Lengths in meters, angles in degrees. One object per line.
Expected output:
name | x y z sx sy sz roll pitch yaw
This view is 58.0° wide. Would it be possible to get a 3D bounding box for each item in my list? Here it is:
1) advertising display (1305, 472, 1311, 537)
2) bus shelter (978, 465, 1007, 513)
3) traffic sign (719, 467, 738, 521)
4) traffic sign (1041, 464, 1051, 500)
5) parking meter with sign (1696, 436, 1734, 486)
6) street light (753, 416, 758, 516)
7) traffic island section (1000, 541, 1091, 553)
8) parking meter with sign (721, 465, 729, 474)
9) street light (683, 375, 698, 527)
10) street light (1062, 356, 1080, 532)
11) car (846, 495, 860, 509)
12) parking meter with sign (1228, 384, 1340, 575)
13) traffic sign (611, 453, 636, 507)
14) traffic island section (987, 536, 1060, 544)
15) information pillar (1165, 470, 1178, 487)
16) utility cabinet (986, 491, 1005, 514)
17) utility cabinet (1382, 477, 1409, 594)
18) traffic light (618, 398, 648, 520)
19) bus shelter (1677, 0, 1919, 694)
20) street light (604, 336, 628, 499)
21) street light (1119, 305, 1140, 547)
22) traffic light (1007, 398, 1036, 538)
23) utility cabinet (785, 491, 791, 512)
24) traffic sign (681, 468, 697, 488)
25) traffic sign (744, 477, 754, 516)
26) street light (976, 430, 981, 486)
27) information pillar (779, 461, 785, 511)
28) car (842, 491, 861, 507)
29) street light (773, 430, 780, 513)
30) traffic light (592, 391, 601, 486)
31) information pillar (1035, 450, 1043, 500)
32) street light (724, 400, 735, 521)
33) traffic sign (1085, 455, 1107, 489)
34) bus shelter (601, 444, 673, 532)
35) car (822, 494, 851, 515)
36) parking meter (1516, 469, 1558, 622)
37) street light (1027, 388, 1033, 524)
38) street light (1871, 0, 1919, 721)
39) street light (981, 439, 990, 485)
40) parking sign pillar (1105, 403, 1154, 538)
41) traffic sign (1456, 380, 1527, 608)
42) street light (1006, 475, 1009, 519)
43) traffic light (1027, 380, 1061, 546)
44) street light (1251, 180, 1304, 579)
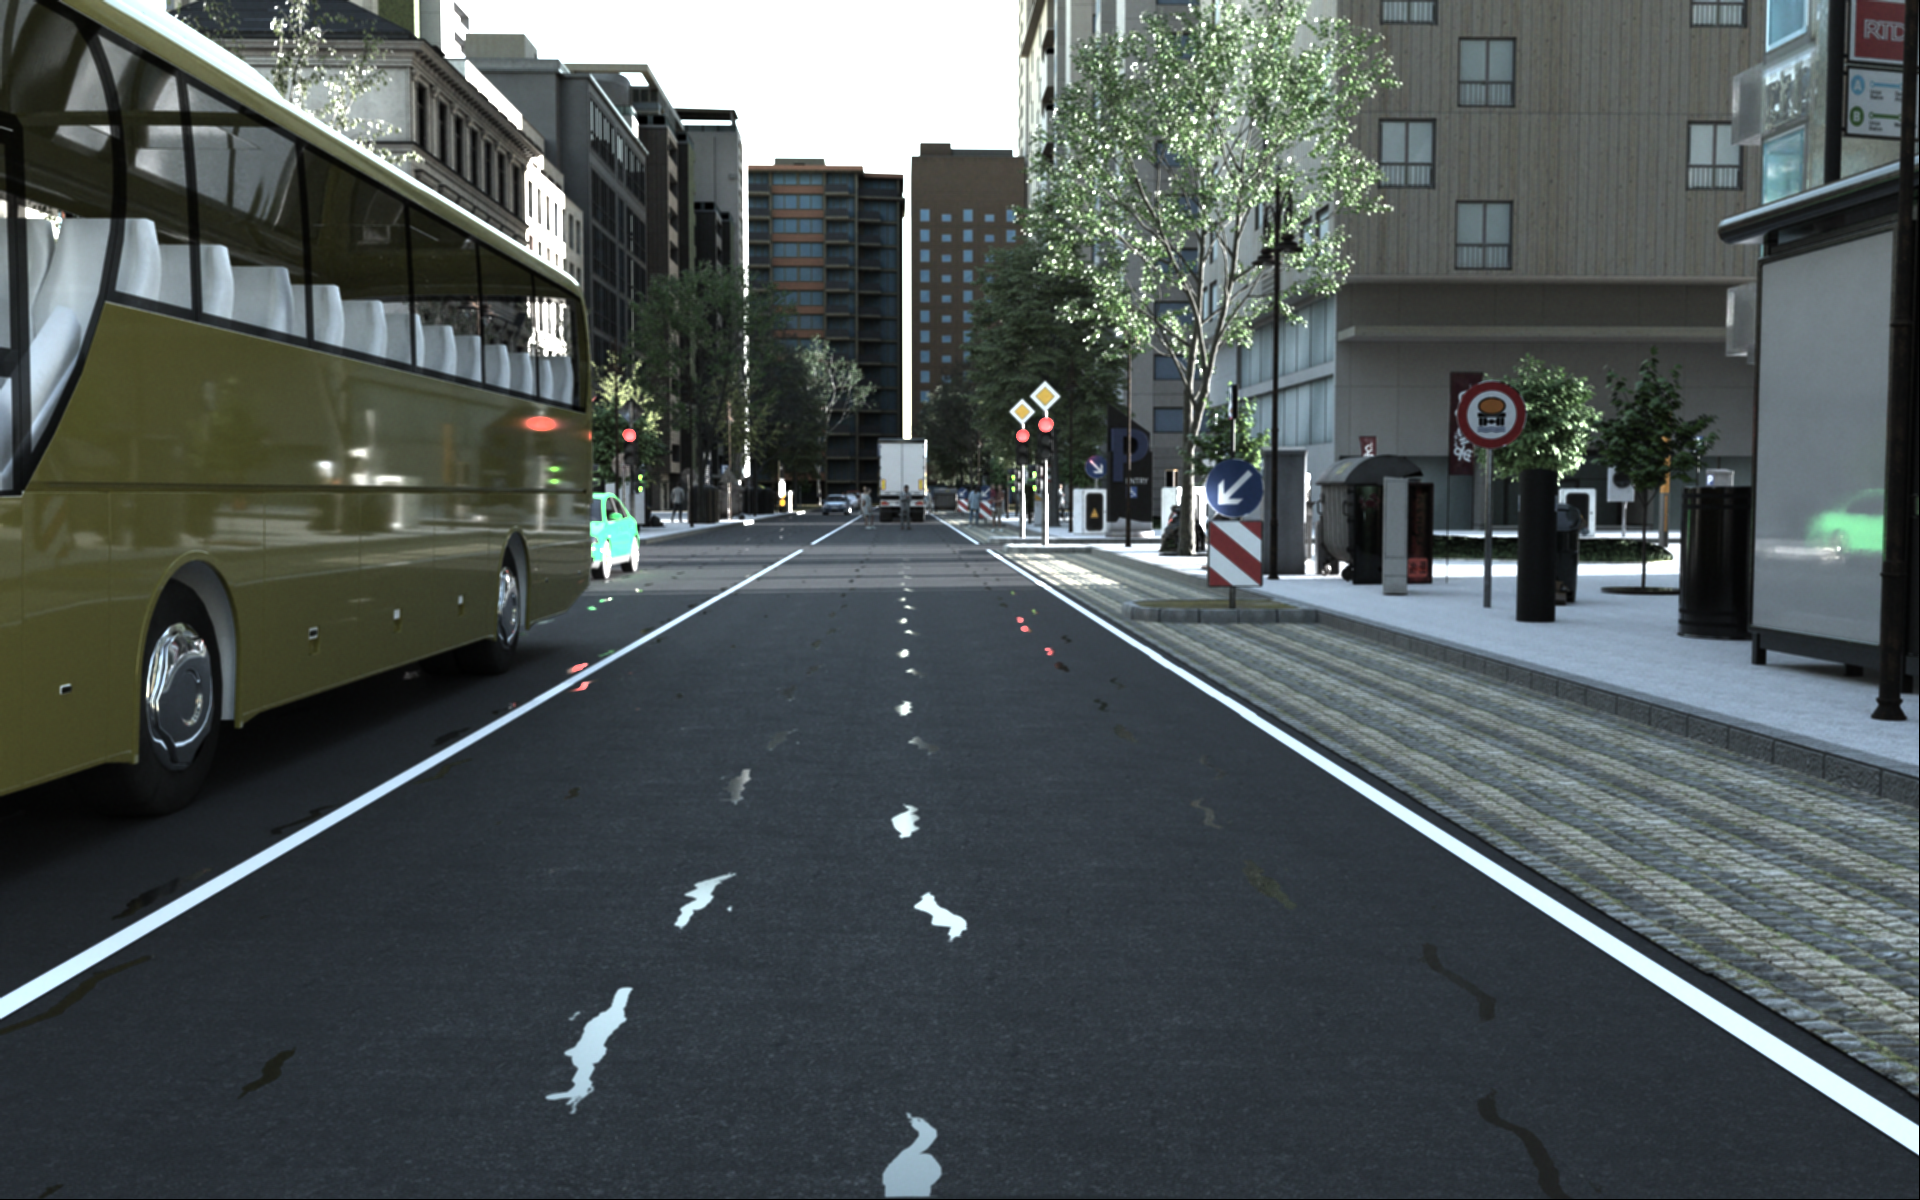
advertising display | 10.137 -2.822 51.346 0.123 1.923 0.974 3 4 36
bus shelter | 2.376 -7.682 119.517 2.014 3.302 5.546 0 4 -2
traffic sign | -10.887 -4.976 81.366 0.884 2.594 0.081 0 4 -1
traffic sign | 3.812 -4.537 74.291 0.768 2.556 0.104 0 3 0
parking meter with sign | 23.105 -3.448 52.635 1.738 3.016 0.543 -1 4 -15
street light | -11.855 -7.773 99.881 0.468 5.910 1.993 0 4 -2
traffic island section | 2.122 -1.268 43.011 2.009 0.180 2.903 0 4 -2
parking meter with sign | -13.699 -6.477 102.153 0.543 3.016 1.738 -1 4 -17
street light | -10.452 -5.782 67.322 0.468 5.910 1.993 0 4 -2
street light | 3.722 -5.212 58.002 0.468 5.910 1.993 0 4 -2
car | -10.564 -9.325 164.830 2.083 1.381 4.827 0 4 -2
parking meter with sign | 5.177 -1.920 27.647 1.738 3.016 0.543 0 4 2
traffic sign | -10.334 -3.249 53.220 0.768 2.556 0.104 0 4 3
traffic island section | 1.843 -1.756 50.991 2.009 0.180 2.903 0 4 -2
information pillar | 6.412 -2.938 52.525 0.304 2.012 0.304 2 4 33
utility cabinet | 2.174 -6.026 107.204 1.173 1.500 0.318 -1 4 -11
utility cabinet | 5.651 -0.842 22.450 0.318 1.500 1.173 1 4 13
traffic light | -9.551 -3.764 50.464 0.839 4.253 0.868 0 4 -2
bus shelter | 6.825 -2.071 11.499 2.179 5.291 8.768 0 4 -2
street light | -10.044 -4.765 50.691 0.468 5.910 1.993 0 4 -2
street light | 4.091 -4.231 41.970 0.468 5.910 1.993 0 4 -2
traffic light | 1.803 -3.789 50.875 0.839 4.253 0.868 0 4 -2
utility cabinet | -12.301 -7.060 124.103 0.318 1.500 1.173 0 4 1
traffic sign | -13.294 -5.190 84.964 0.768 2.556 0.104 0 4 4
traffic sign | -12.525 -6.162 102.876 0.606 2.300 0.079 0 4 2
street light | 1.329 -9.311 125.030 0.468 5.910 1.993 0 4 -2
information pillar | -12.479 -7.938 121.147 0.183 3.616 0.504 3 5 44
car | -11.736 -11.082 189.869 2.281 1.827 5.304 0 4 0
street light | -12.340 -8.777 116.296 0.468 5.910 1.993 0 4 -2
traffic light | -9.272 -3.276 42.484 0.839 4.253 0.868 0 4 -2
information pillar | 3.557 -5.178 76.016 0.504 3.616 0.183 1 4 10
street light | -11.126 -6.777 83.595 0.468 5.910 1.993 0 4 -2
traffic sign | 4.490 -3.479 56.994 0.768 2.556 0.104 0 4 7
bus shelter | -11.551 -4.134 61.515 2.014 3.302 5.546 0 4 -2
car | -8.571 -6.627 120.356 2.014 1.417 4.499 0 3 0
parking meter | 5.815 -0.553 17.455 0.372 1.533 0.369 0 3 0
street light | 2.999 -6.227 74.606 0.468 5.910 1.993 0 4 -2
street light | 5.300 -2.258 9.704 0.468 5.910 1.993 0 4 -2
street light | 1.780 -8.290 108.327 0.468 5.910 1.993 0 4 -2
parking sign pillar | 5.024 -3.841 51.278 1.447 3.967 1.447 -1 4 -11
traffic sign | 5.965 -1.187 19.518 0.768 2.556 0.104 0 4 6
street light | 2.489 -7.210 90.665 0.468 5.910 1.993 0 4 -2
traffic light | 2.082 -3.301 42.895 0.839 4.253 0.868 0 4 -2
street light | 4.722 -3.249 25.916 0.468 5.910 1.993 0 4 -2
